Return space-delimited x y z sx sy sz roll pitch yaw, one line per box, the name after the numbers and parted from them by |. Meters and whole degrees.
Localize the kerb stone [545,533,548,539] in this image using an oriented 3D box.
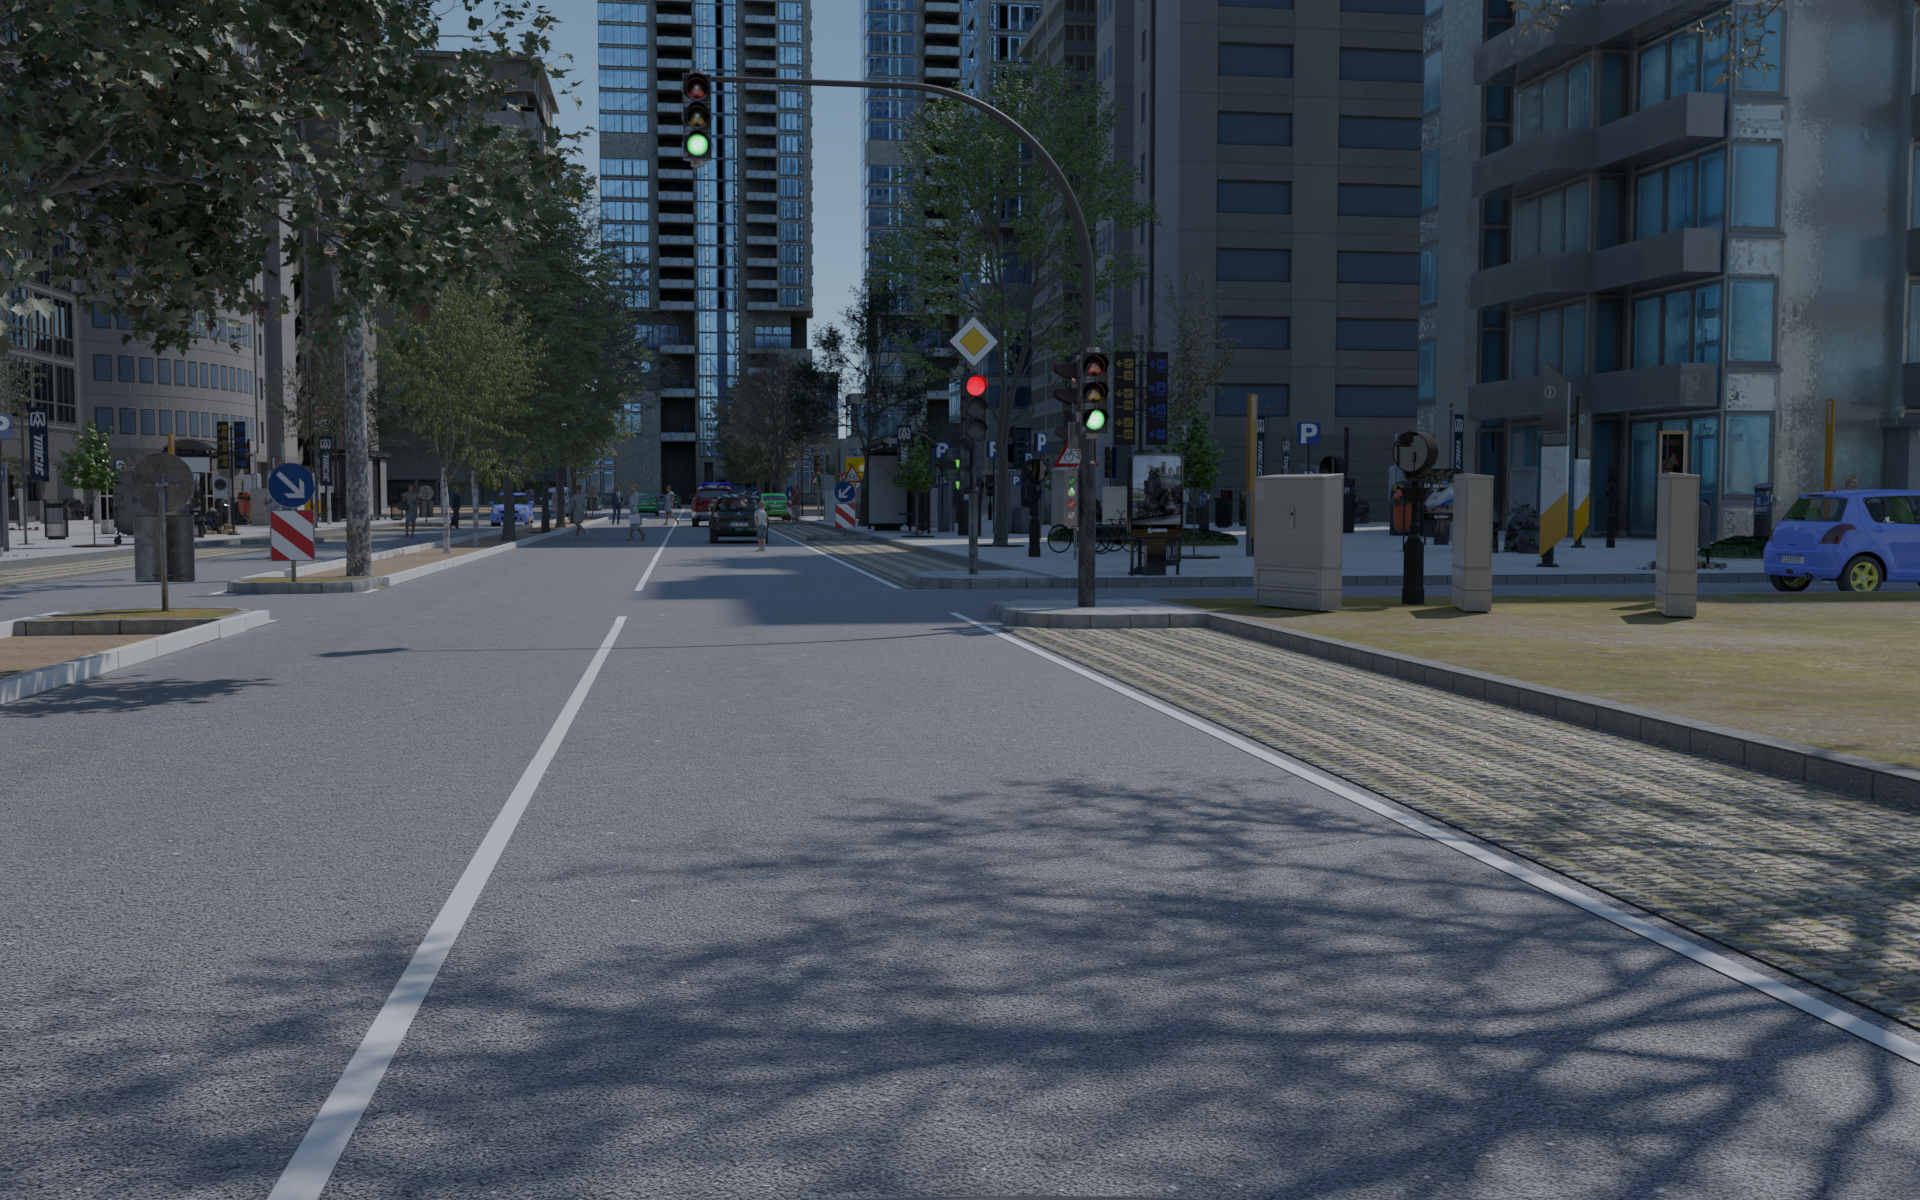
-13.193 -1.983 54.639 0.120 0.150 1.000 -1 4 -9 | kerb stone

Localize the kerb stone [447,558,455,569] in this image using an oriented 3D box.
-9.907 -0.684 33.384 0.120 0.150 1.000 -1 4 -9 | kerb stone

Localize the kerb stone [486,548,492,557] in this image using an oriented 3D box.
-10.846 -1.055 39.449 0.120 0.150 1.000 -1 4 -9 | kerb stone

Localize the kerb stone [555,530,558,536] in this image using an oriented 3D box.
-13.823 -2.231 58.707 0.120 0.150 1.000 -1 4 -9 | kerb stone

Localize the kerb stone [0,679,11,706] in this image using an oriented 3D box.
-6.540 0.653 11.596 0.120 0.150 1.000 -1 4 -9 | kerb stone

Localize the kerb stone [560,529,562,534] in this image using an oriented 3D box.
-14.137 -2.357 60.740 0.120 0.150 1.000 -1 4 -9 | kerb stone

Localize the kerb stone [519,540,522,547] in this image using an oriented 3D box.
-11.942 -1.489 46.536 0.120 0.150 1.000 -1 4 -9 | kerb stone

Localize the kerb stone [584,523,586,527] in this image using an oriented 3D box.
-16.175 -3.164 73.935 0.120 0.150 1.000 -1 4 -9 | kerb stone

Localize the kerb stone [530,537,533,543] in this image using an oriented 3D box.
-12.413 -1.675 49.577 0.120 0.150 1.000 -1 4 -9 | kerb stone

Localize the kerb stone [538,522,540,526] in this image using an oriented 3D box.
-18.563 -3.267 75.607 0.120 0.150 1.000 -1 4 -9 | kerb stone

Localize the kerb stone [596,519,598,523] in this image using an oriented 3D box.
-17.581 -3.723 83.065 0.120 0.150 1.000 -1 4 -9 | kerb stone

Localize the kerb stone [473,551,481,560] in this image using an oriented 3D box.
-10.536 -0.932 37.428 0.120 0.150 1.000 -1 4 -9 | kerb stone

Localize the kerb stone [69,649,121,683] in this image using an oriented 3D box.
-6.848 0.525 13.616 0.120 0.150 1.000 -1 4 -9 | kerb stone

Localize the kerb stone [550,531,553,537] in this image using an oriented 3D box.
-13.518 -2.106 56.677 0.120 0.150 1.000 -1 4 -9 | kerb stone

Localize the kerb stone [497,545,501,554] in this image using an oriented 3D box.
-11.160 -1.179 41.476 0.120 0.150 1.000 -1 4 -9 | kerb stone

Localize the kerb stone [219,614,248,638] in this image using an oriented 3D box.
-7.474 0.277 17.660 0.120 0.150 1.000 -1 4 -9 | kerb stone

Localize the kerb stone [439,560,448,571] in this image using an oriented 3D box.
-9.756 -0.622 32.370 0.120 0.150 1.000 -1 4 -9 | kerb stone

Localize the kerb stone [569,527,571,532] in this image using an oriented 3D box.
-14.763 -2.606 64.796 0.120 0.150 1.000 -1 4 -9 | kerb stone

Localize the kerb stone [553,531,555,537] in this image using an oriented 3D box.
-13.668 -2.171 57.693 0.120 0.150 1.000 -1 4 -9 | kerb stone

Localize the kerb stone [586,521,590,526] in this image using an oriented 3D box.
-16.648 -3.350 76.970 0.120 0.150 1.000 -1 4 -9 | kerb stone

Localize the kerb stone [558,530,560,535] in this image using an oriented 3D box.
-13.983 -2.293 59.719 0.120 0.150 1.000 -1 4 -9 | kerb stone

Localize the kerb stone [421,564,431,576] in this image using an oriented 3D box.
-9.440 -0.498 30.334 0.120 0.150 1.000 -1 4 -9 | kerb stone

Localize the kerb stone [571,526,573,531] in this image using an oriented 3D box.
-14.915 -2.668 65.811 0.120 0.150 1.000 -1 4 -9 | kerb stone

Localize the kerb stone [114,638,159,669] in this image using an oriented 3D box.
-7.004 0.463 14.630 0.120 0.150 1.000 -1 4 -9 | kerb stone

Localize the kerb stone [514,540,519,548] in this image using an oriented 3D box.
-11.783 -1.427 45.524 0.120 0.150 1.000 -1 4 -9 | kerb stone

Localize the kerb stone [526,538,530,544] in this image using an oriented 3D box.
-12.252 -1.612 48.568 0.120 0.150 1.000 -1 4 -9 | kerb stone

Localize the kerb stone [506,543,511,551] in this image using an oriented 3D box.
-11.467 -1.302 43.504 0.120 0.150 1.000 -1 4 -9 | kerb stone

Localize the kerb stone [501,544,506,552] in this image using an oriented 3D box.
-11.318 -1.241 42.493 0.120 0.150 1.000 -1 4 -9 | kerb stone

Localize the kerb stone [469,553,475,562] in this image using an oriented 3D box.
-10.378 -0.861 36.419 0.120 0.150 1.000 -1 4 -9 | kerb stone

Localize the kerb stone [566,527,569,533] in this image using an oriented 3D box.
-14.602 -2.544 63.786 0.120 0.150 1.000 -1 4 -9 | kerb stone

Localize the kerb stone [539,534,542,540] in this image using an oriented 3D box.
-12.882 -1.856 52.612 0.120 0.150 1.000 -1 4 -9 | kerb stone

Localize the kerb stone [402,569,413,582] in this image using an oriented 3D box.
-9.121 -0.373 28.298 0.120 0.150 1.000 -1 4 -9 | kerb stone

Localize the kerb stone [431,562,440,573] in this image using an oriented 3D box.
-9.600 -0.560 31.356 0.120 0.150 1.000 -1 4 -9 | kerb stone

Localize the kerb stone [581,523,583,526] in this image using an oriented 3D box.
-15.861 -3.041 71.912 0.120 0.150 1.000 -1 4 -9 | kerb stone

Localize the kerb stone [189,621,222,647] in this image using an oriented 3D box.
-7.323 0.342 16.650 0.120 0.150 1.000 -1 4 -9 | kerb stone

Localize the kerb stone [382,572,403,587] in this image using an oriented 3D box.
-8.966 -0.311 27.288 0.120 0.150 1.000 -1 4 -9 | kerb stone

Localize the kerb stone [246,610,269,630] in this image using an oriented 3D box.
-7.631 0.219 18.671 0.120 0.150 1.000 -1 4 -9 | kerb stone

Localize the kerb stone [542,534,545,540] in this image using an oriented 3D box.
-13.038 -1.921 53.629 0.120 0.150 1.000 -1 4 -9 | kerb stone

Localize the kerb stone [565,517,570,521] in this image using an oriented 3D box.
-21.843 -4.569 96.897 0.120 0.150 1.000 -1 4 -9 | kerb stone

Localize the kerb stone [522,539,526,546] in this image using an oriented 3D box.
-12.097 -1.551 47.548 0.120 0.150 1.000 -1 4 -9 | kerb stone

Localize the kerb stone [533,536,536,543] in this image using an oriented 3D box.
-12.575 -1.736 50.587 0.120 0.150 1.000 -1 4 -9 | kerb stone

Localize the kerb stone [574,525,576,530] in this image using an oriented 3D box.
-15.234 -2.791 67.845 0.120 0.150 1.000 -1 4 -9 | kerb stone

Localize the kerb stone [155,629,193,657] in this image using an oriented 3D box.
-7.160 0.401 15.640 0.120 0.150 1.000 -1 4 -9 | kerb stone

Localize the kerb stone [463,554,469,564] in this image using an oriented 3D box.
-10.221 -0.808 35.408 0.120 0.150 1.000 -1 4 -9 | kerb stone

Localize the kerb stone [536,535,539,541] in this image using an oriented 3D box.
-12.718 -1.798 51.599 0.120 0.150 1.000 -1 4 -9 | kerb stone

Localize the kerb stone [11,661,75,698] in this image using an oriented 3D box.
-6.700 0.587 12.605 0.120 0.150 1.000 -1 4 -9 | kerb stone

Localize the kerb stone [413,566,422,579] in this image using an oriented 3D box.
-9.285 -0.434 29.313 0.120 0.150 1.000 -1 4 -9 | kerb stone

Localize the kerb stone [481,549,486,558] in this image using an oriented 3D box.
-10.691 -0.993 38.439 0.120 0.150 1.000 -1 4 -9 | kerb stone

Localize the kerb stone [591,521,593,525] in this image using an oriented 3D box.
-16.961 -3.472 79.004 0.120 0.150 1.000 -1 4 -9 | kerb stone

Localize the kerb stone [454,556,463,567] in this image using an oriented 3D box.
-10.058 -0.746 34.398 0.120 0.150 1.000 -1 4 -9 | kerb stone

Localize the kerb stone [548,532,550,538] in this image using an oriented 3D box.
-13.353 -2.047 55.657 0.120 0.150 1.000 -1 4 -9 | kerb stone

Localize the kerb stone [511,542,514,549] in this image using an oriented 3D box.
-11.632 -1.363 44.513 0.120 0.150 1.000 -1 4 -9 | kerb stone

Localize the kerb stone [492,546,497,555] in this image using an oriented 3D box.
-11.002 -1.117 40.460 0.120 0.150 1.000 -1 4 -9 | kerb stone

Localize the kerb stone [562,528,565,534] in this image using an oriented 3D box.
-14.288 -2.413 61.751 0.120 0.150 1.000 -1 4 -9 | kerb stone

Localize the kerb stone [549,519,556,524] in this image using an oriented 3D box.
-20.132 -3.882 85.751 0.120 0.150 1.000 -1 4 -9 | kerb stone
